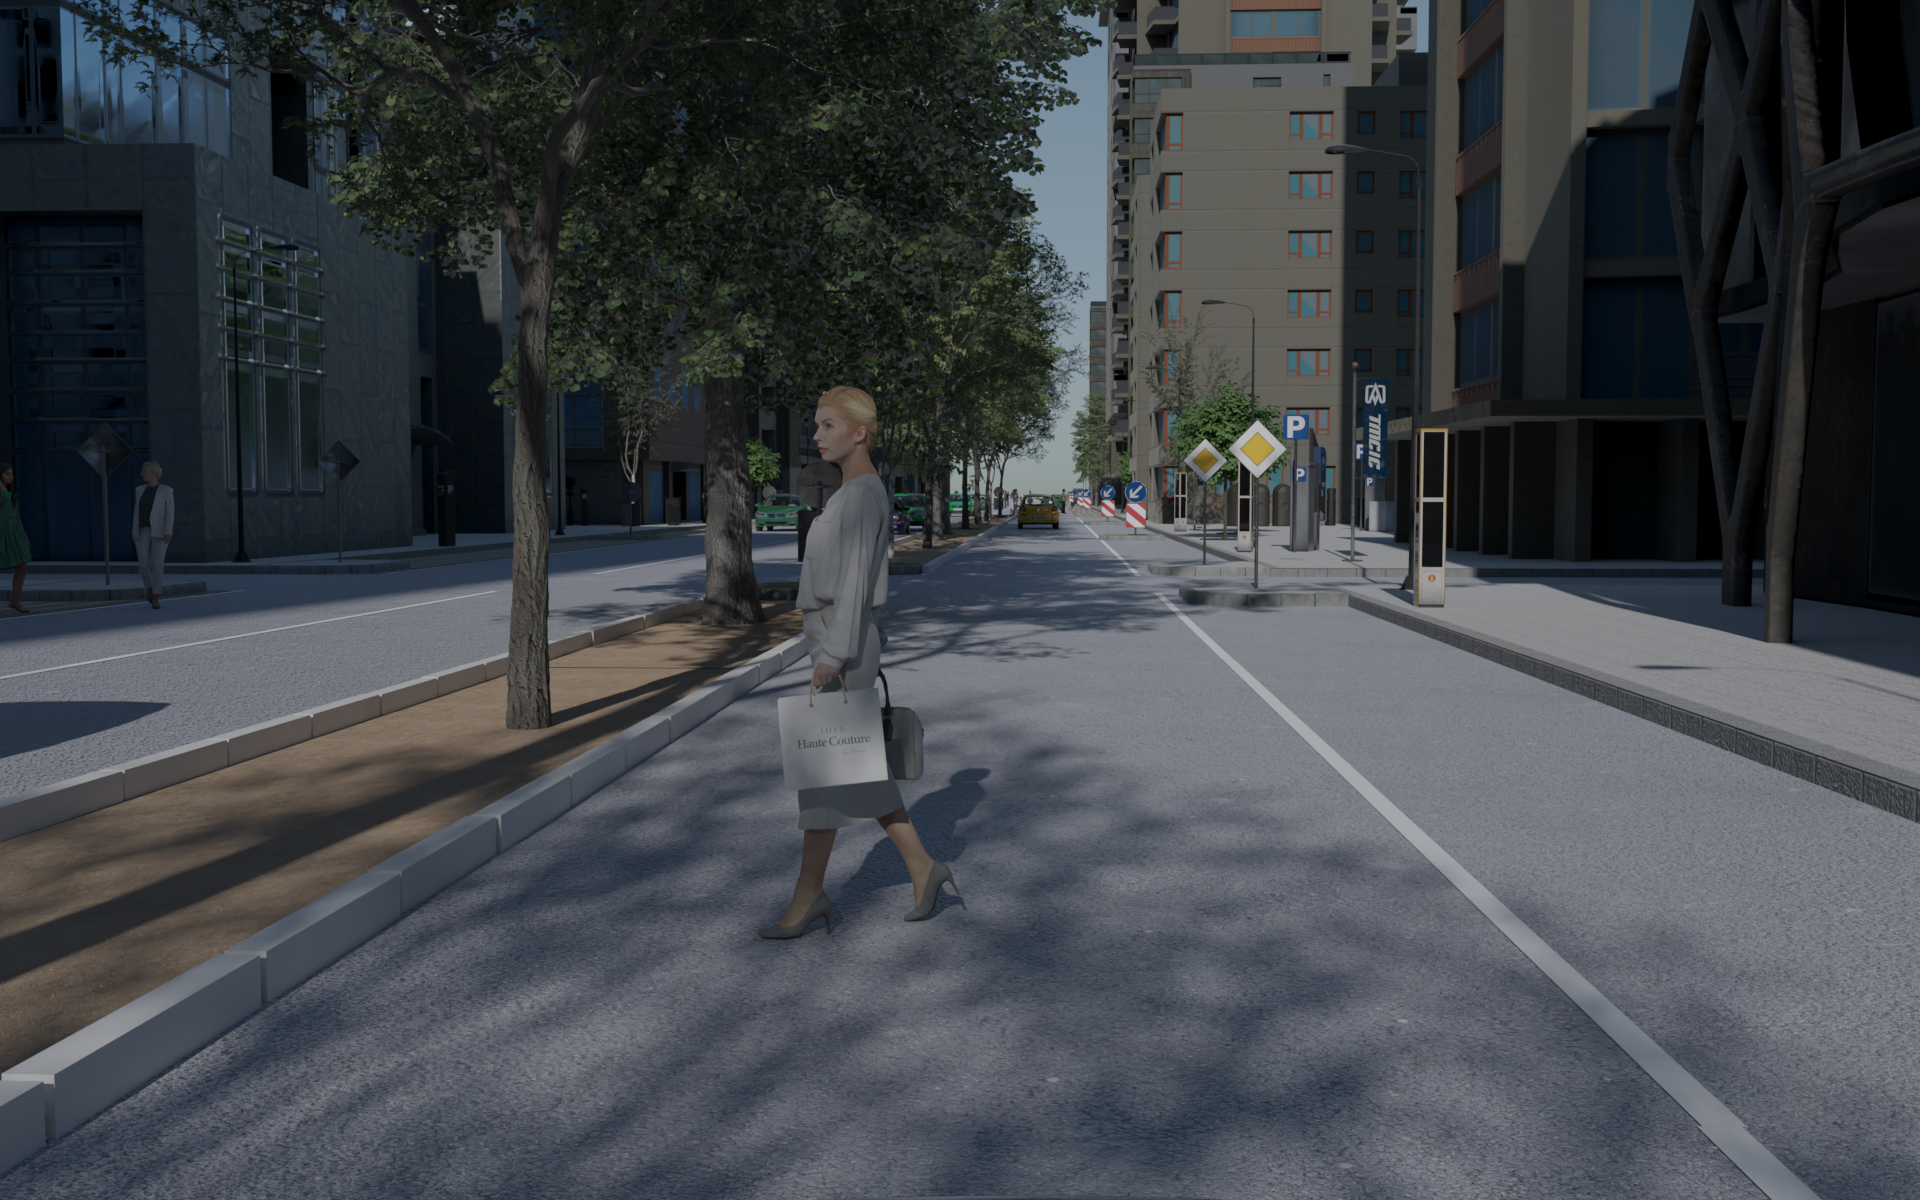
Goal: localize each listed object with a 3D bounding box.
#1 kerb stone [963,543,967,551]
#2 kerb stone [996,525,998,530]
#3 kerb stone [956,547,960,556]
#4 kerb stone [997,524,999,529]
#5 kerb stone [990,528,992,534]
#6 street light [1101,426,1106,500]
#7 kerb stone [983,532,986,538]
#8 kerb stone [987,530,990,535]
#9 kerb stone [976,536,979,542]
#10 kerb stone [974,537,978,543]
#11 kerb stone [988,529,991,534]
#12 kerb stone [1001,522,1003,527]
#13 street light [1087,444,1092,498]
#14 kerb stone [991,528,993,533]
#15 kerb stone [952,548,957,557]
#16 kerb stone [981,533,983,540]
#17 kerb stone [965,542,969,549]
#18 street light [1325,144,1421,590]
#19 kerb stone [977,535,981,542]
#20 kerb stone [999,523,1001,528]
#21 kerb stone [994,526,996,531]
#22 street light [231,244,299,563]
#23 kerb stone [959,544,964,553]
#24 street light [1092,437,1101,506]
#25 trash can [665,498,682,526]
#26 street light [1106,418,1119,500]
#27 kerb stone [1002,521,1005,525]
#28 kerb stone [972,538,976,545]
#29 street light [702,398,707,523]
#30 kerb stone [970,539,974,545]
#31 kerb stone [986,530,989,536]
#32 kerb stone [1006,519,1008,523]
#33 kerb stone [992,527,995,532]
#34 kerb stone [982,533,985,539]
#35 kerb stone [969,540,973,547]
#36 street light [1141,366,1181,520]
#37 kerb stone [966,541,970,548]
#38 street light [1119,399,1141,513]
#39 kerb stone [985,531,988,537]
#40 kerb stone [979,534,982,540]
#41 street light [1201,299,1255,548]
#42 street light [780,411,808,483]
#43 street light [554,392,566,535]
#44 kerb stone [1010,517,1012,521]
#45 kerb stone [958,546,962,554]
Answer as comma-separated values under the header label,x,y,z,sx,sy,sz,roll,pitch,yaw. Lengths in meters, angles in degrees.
label,x,y,z,sx,sy,sz,roll,pitch,yaw
kerb stone,0.021,-1.256,42.728,0.120,0.150,1.000,0,4,3
kerb stone,1.269,-2.696,66.281,0.120,0.150,1.000,0,4,3
kerb stone,-0.152,-1.068,39.662,0.120,0.150,1.000,0,4,3
kerb stone,1.381,-2.822,68.331,0.120,0.150,1.000,0,4,3
kerb stone,0.948,-2.317,60.150,0.120,0.150,1.000,0,4,3
street light,10.580,-8.915,118.309,1.470,5.913,1.316,0,4,3
kerb stone,0.673,-2.008,55.023,0.120,0.150,1.000,0,4,3
kerb stone,0.836,-2.195,58.089,0.120,0.150,1.000,0,4,3
kerb stone,0.399,-1.695,49.910,0.120,0.150,1.000,0,4,3
kerb stone,0.341,-1.632,48.878,0.120,0.150,1.000,0,4,3
kerb stone,0.898,-2.257,59.116,0.120,0.150,1.000,0,4,3
kerb stone,1.646,-3.134,73.452,0.120,0.150,1.000,0,4,3
street light,12.830,-11.539,161.199,1.470,5.913,1.316,0,4,3
kerb stone,0.996,-2.382,61.170,0.120,0.150,1.000,0,4,3
kerb stone,-0.202,-1.002,38.641,0.120,0.150,1.000,0,4,3
kerb stone,0.561,-1.877,52.977,0.120,0.150,1.000,0,4,3
kerb stone,0.068,-1.318,43.749,0.120,0.150,1.000,0,4,3
street light,5.545,-3.095,23.151,1.470,5.913,1.316,0,4,3
kerb stone,0.450,-1.758,50.931,0.120,0.150,1.000,0,4,3
kerb stone,1.491,-2.946,70.376,0.120,0.150,1.000,0,4,3
kerb stone,1.156,-2.571,64.237,0.120,0.150,1.000,0,4,3
street light,-12.944,-3.655,32.295,1.470,5.913,1.316,0,4,3
kerb stone,-0.039,-1.193,41.708,0.120,0.150,1.000,0,4,3
street light,11.627,-10.227,139.758,1.470,5.913,1.316,0,4,3
trash can,-11.664,-3.596,70.455,0.748,1.137,0.748,0,3,0
street light,9.901,-8.175,106.205,1.470,5.913,1.316,0,4,3
kerb stone,1.763,-3.260,75.503,0.120,0.150,1.000,0,4,3
kerb stone,0.295,-1.569,47.848,0.120,0.150,1.000,0,4,3
street light,-10.628,-6.317,75.820,1.470,5.913,1.316,0,4,3
kerb stone,0.231,-1.506,46.816,0.120,0.150,1.000,0,4,3
kerb stone,0.784,-2.125,57.064,0.120,0.150,1.000,0,4,3
kerb stone,2.027,-3.574,80.626,0.120,0.150,1.000,0,4,3
kerb stone,1.105,-2.507,63.213,0.120,0.150,1.000,0,4,3
kerb stone,0.617,-1.945,53.997,0.120,0.150,1.000,0,4,3
kerb stone,0.181,-1.443,45.794,0.120,0.150,1.000,0,4,3
street light,7.419,-5.526,62.887,1.470,5.913,1.316,0,4,3
kerb stone,0.119,-1.381,44.770,0.120,0.150,1.000,0,4,3
street light,8.700,-6.864,84.764,1.470,5.913,1.316,0,4,3
kerb stone,0.730,-2.069,56.043,0.120,0.150,1.000,0,4,3
kerb stone,0.510,-1.820,51.951,0.120,0.150,1.000,0,4,3
street light,6.453,-4.214,41.434,1.470,5.913,1.316,0,4,3
street light,-9.518,-7.628,97.266,1.470,5.913,1.316,0,4,3
street light,-11.926,-4.967,53.746,1.470,5.913,1.316,0,4,3
kerb stone,2.415,-4.011,87.781,0.120,0.150,1.000,0,4,3
kerb stone,-0.095,-1.131,40.684,0.120,0.150,1.000,0,4,3
